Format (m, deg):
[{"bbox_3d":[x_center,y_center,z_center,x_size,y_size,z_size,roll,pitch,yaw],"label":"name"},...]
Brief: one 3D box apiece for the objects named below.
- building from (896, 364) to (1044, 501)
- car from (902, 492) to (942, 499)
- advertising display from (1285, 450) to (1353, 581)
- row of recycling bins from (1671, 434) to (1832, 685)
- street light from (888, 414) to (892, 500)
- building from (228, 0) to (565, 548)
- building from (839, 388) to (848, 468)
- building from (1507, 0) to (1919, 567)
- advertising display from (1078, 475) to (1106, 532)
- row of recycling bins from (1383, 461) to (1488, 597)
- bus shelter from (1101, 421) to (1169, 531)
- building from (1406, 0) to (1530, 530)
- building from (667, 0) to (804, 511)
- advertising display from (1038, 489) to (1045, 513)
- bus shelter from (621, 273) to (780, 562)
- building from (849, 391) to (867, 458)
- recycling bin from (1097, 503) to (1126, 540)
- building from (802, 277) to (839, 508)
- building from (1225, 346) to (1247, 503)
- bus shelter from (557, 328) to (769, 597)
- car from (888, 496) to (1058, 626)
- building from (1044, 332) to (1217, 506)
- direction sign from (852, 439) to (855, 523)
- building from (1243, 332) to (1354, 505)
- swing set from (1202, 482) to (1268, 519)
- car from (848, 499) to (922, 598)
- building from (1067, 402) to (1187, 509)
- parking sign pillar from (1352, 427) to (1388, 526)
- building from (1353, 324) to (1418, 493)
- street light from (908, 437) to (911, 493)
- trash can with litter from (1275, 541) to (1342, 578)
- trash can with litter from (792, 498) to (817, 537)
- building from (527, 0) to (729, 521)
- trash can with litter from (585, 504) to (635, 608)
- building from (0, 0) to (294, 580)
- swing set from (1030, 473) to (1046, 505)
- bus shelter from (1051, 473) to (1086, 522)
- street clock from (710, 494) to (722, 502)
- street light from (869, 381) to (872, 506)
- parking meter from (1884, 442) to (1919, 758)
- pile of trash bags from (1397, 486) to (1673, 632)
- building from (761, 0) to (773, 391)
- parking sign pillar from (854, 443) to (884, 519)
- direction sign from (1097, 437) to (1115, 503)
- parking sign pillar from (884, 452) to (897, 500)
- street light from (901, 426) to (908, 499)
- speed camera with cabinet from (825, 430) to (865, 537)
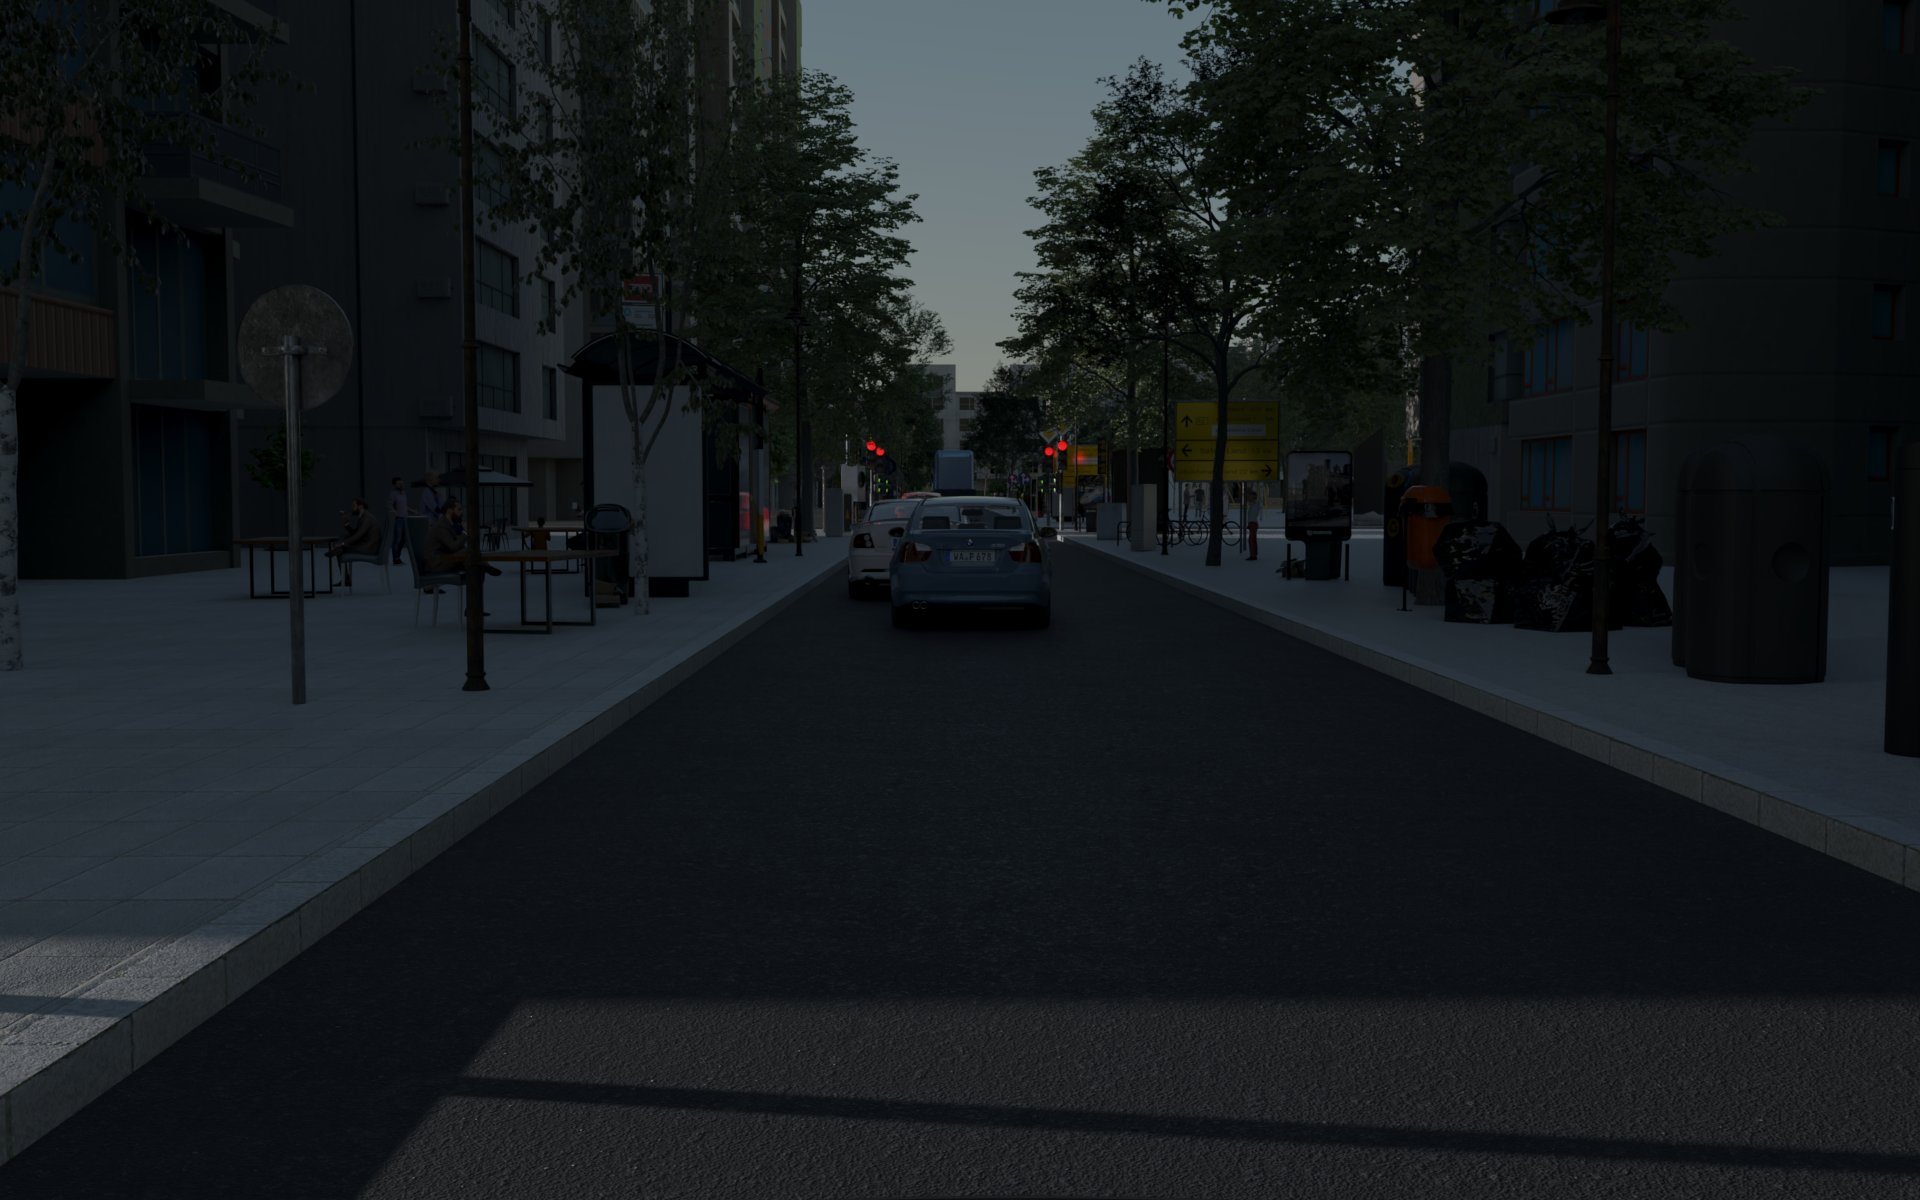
[{"bbox_3d":[6.674,-23.115,244.393,31.486,18.905,16.747,0,4,0],"label":"building"},{"bbox_3d":[-1.236,-2.945,57.193,2.155,1.783,4.494,0,4,0],"label":"car"},{"bbox_3d":[5.314,-1.253,25.693,0.974,1.923,0.123,1,4,9],"label":"advertising display"},{"bbox_3d":[5.986,-0.374,13.222,1.069,1.692,3.534,1,4,23],"label":"row of recycling bins"},{"bbox_3d":[-3.840,-7.376,93.387,0.468,5.910,1.993,0,4,0],"label":"street light"},{"bbox_3d":[-18.657,-16.834,46.934,14.107,30.474,14.160,0,4,0],"label":"building"},{"bbox_3d":[-29.500,-21.634,197.697,32.646,21.610,27.936,0,4,0],"label":"building"},{"bbox_3d":[26.357,-10.968,24.368,27.650,21.520,28.899,0,4,0],"label":"building"},{"bbox_3d":[4.410,-3.232,58.062,0.974,1.923,0.123,2,4,30],"label":"advertising display"},{"bbox_3d":[6.277,-0.963,22.861,1.069,1.692,3.534,0,4,6],"label":"row of recycling bins"},{"bbox_3d":[5.907,-4.111,58.505,1.731,3.624,6.357,0,4,0],"label":"bus shelter"},{"bbox_3d":[19.392,-22.140,45.576,14.154,41.232,14.086,0,4,0],"label":"building"},{"bbox_3d":[-19.886,-27.659,135.812,14.154,41.232,14.086,0,4,0],"label":"building"},{"bbox_3d":[4.770,-6.220,106.918,0.974,1.923,0.123,1,4,22],"label":"advertising display"},{"bbox_3d":[-5.061,-3.454,34.109,2.179,5.291,8.768,0,4,0],"label":"bus shelter"},{"bbox_3d":[-25.128,-23.094,244.038,31.486,18.905,16.747,0,4,0],"label":"building"},{"bbox_3d":[4.257,-2.206,48.620,0.722,1.027,0.722,1,4,16],"label":"recycling bin"},{"bbox_3d":[-26.464,-19.369,160.658,27.936,21.610,32.646,0,4,0],"label":"building"},{"bbox_3d":[51.002,-24.840,250.104,32.646,21.610,27.936,0,4,0],"label":"building"},{"bbox_3d":[-3.927,-1.836,23.940,2.014,3.302,5.546,0,4,0],"label":"bus shelter"},{"bbox_3d":[0.142,-0.493,20.062,2.014,1.417,4.499,0,4,1],"label":"car"},{"bbox_3d":[19.107,-20.227,197.174,16.747,18.905,31.486,0,4,0],"label":"building"},{"bbox_3d":[-4.326,-4.785,70.232,0.379,3.537,0.876,0,4,0],"label":"direction sign"},{"bbox_3d":[40.497,-21.370,205.820,11.380,20.091,16.016,0,4,0],"label":"building"},{"bbox_3d":[14.684,-5.751,91.645,3.119,2.851,2.862,0,4,-2],"label":"swing set"},{"bbox_3d":[-0.610,-0.795,25.356,2.083,1.381,4.827,0,4,1],"label":"car"},{"bbox_3d":[15.508,-13.729,166.614,9.099,9.664,28.070,0,4,0],"label":"building"},{"bbox_3d":[16.521,-4.969,69.708,1.447,3.967,1.447,3,5,44],"label":"parking sign pillar"},{"bbox_3d":[62.802,-21.742,199.452,32.646,21.610,27.936,0,4,0],"label":"building"},{"bbox_3d":[-4.190,-10.302,141.233,0.468,5.910,1.993,0,4,0],"label":"street light"},{"bbox_3d":[5.337,-0.919,26.417,1.055,1.170,0.624,2,4,32],"label":"trash can with litter"},{"bbox_3d":[-4.533,-2.429,51.099,0.624,1.170,1.055,-2,4,-34],"label":"trash can with litter"},{"bbox_3d":[-27.955,-24.202,87.586,32.217,40.220,23.993,0,4,0],"label":"building"},{"bbox_3d":[-3.989,-0.519,19.881,0.624,1.170,1.055,-1,4,-10],"label":"trash can with litter"},{"bbox_3d":[-22.091,-22.375,20.462,22.147,44.769,28.867,0,4,0],"label":"building"},{"bbox_3d":[6.498,-7.980,128.097,3.119,2.851,2.862,1,4,17],"label":"swing set"},{"bbox_3d":[5.001,-5.112,77.504,2.014,3.302,5.546,0,4,-1],"label":"bus shelter"},{"bbox_3d":[-5.911,-2.283,41.897,0.471,2.002,0.358,3,5,43],"label":"street clock"},{"bbox_3d":[-3.575,-5.913,69.465,0.468,5.910,1.993,0,4,0],"label":"street light"},{"bbox_3d":[4.773,-0.006,8.509,0.372,1.533,0.369,0,3,0],"label":"parking meter"},{"bbox_3d":[5.647,-0.493,17.805,1.912,1.369,3.447,-1,4,-23],"label":"pile of trash bags"},{"bbox_3d":[-20.725,-28.807,121.109,14.600,45.320,14.200,0,4,0],"label":"building"},{"bbox_3d":[-4.950,-6.241,90.506,1.447,3.967,1.447,1,4,9],"label":"parking sign pillar"},{"bbox_3d":[5.925,-4.723,69.225,0.876,3.537,0.379,1,4,15],"label":"direction sign"},{"bbox_3d":[-4.221,-6.781,99.346,1.447,3.967,1.447,3,4,37],"label":"parking sign pillar"},{"bbox_3d":[-3.954,-8.839,117.311,0.468,5.910,1.993,0,4,0],"label":"street light"},{"bbox_3d":[-3.481,-3.572,52.734,0.660,3.252,2.038,1,4,17],"label":"speed camera with cabinet"}]
